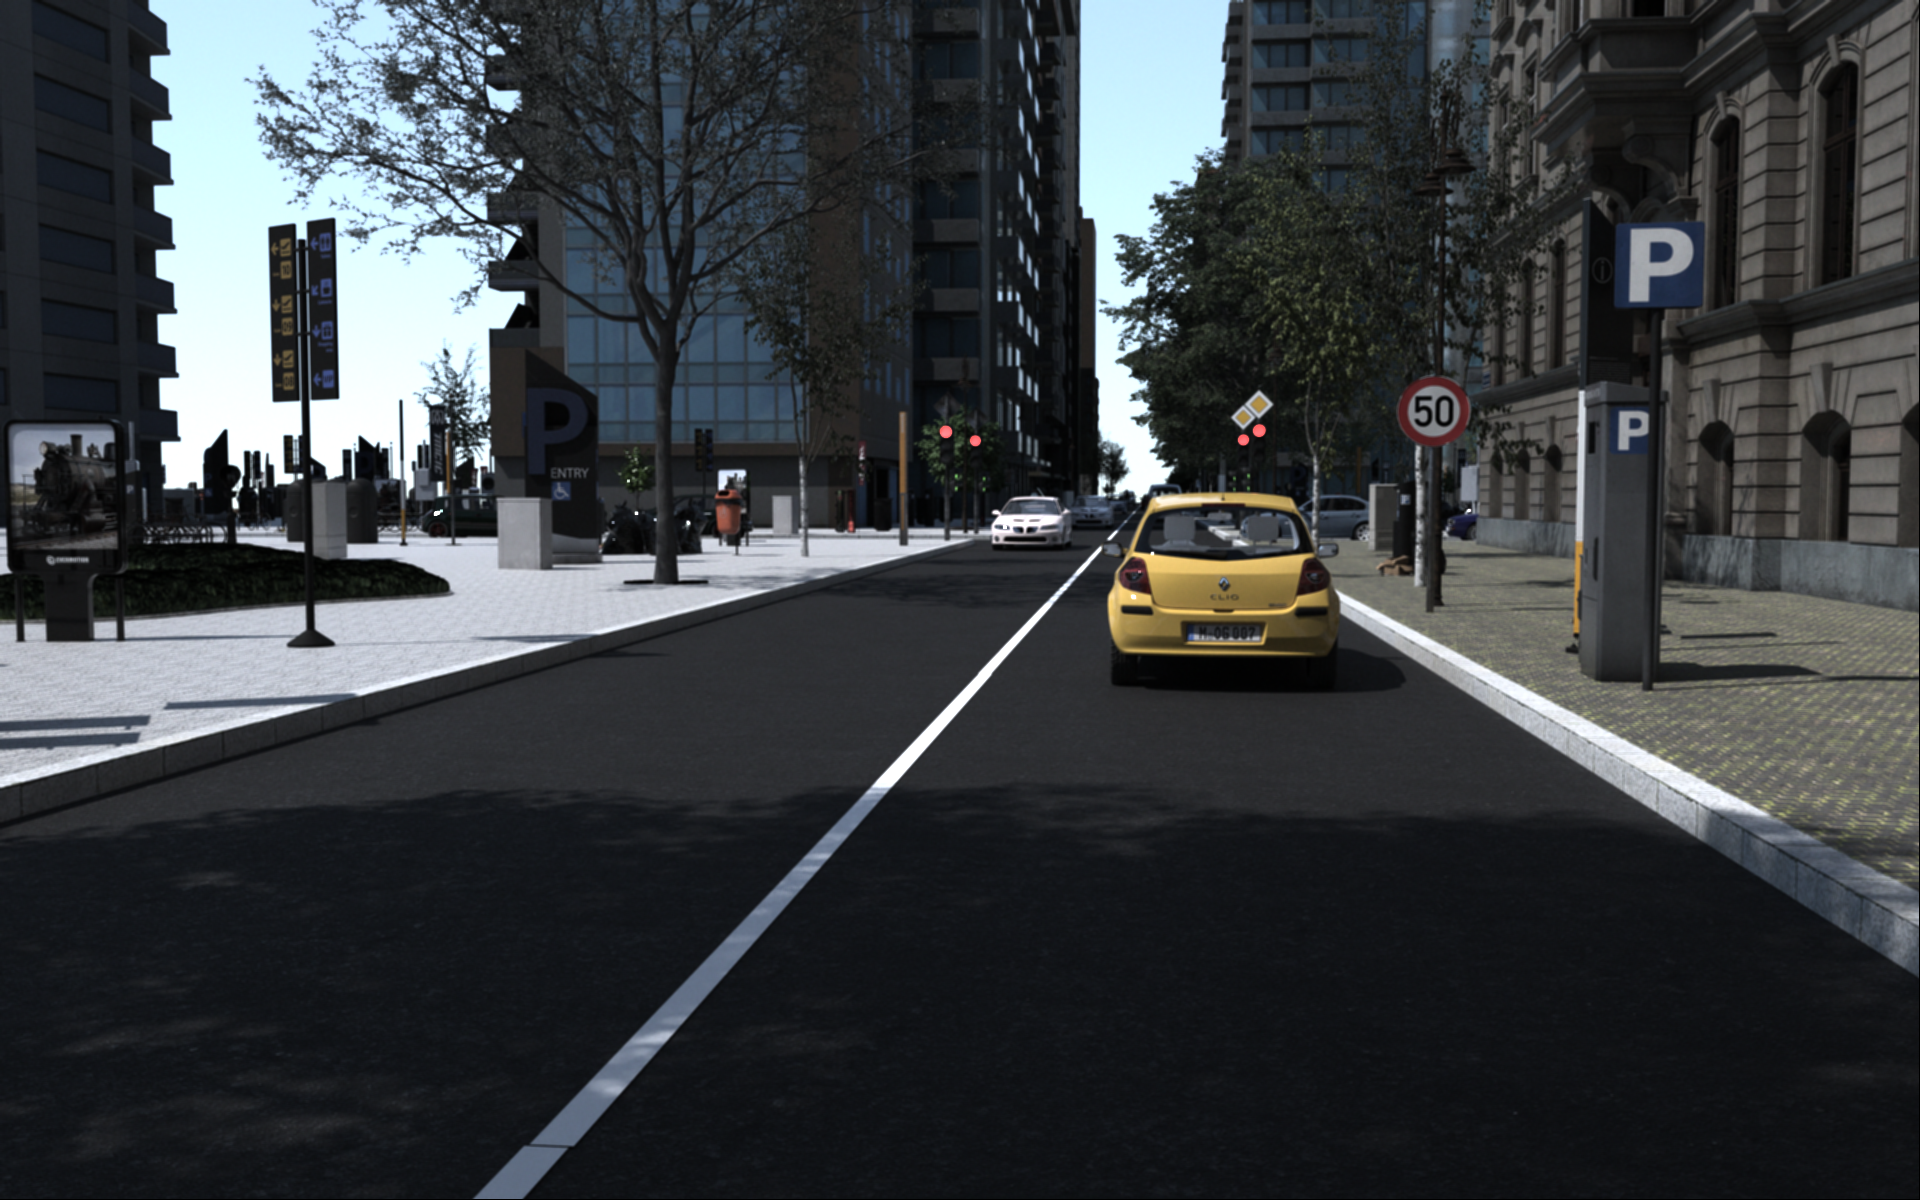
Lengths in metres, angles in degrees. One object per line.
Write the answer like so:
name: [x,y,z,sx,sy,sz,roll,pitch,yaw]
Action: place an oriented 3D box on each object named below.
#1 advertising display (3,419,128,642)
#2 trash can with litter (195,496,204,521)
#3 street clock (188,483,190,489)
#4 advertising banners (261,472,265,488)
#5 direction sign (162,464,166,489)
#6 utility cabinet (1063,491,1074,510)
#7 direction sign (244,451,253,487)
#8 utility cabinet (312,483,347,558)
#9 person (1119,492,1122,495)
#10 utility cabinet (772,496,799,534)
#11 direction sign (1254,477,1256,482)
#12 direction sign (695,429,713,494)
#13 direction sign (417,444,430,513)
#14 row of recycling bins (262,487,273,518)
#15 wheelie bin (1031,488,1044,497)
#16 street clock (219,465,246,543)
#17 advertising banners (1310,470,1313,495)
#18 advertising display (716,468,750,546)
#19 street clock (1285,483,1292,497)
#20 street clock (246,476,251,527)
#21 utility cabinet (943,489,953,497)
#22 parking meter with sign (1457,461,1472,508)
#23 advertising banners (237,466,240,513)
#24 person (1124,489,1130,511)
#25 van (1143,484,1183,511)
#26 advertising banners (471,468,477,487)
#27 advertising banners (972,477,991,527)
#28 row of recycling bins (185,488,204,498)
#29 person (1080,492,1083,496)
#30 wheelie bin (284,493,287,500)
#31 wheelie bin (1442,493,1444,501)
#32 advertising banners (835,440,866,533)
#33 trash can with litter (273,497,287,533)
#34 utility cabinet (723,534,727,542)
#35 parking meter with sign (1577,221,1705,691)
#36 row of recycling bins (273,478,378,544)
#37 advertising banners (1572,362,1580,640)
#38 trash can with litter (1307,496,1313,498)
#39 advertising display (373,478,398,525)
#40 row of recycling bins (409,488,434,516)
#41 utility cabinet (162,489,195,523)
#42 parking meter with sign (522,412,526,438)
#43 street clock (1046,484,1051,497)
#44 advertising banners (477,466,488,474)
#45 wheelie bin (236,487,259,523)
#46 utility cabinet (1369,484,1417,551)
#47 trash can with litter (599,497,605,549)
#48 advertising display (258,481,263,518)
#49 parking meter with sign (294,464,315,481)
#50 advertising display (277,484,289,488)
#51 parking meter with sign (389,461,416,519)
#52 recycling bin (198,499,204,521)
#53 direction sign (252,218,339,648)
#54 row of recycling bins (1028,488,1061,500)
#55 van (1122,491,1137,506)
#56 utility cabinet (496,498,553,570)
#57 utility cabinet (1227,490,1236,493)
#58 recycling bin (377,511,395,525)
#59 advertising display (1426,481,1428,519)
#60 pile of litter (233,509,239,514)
advertising display: [-7.748,-0.600,15.027,0.974,1.923,0.123,0,4,-3]
trash can with litter: [-34.691,-4.169,79.221,2.233,1.210,1.678,1,4,9]
street clock: [-51.441,-6.801,115.759,0.358,2.002,0.471,-2,4,-26]
advertising banners: [-53.720,-8.454,134.415,2.074,3.025,0.090,3,5,42]
direction sign: [-60.628,-8.548,131.760,0.876,3.537,0.379,3,4,38]
utility cabinet: [7.621,-6.935,122.062,0.318,1.500,1.173,2,4,30]
direction sign: [-36.955,-6.026,90.520,0.379,3.537,0.876,3,5,43]
utility cabinet: [-12.245,-1.525,33.605,0.318,1.500,1.173,0,4,-3]
person: [22.561,-14.256,242.298,0.721,1.736,1.217,3,4,39]
utility cabinet: [-5.595,-2.720,55.637,0.306,1.237,1.020,-3,5,-43]
direction sign: [19.858,-7.740,118.552,0.876,3.537,0.379,3,5,41]
direction sign: [-8.905,-4.176,60.281,0.379,3.537,0.876,2,4,34]
direction sign: [-24.552,-5.342,79.331,0.876,3.537,0.379,3,4,38]
row of recycling bins: [-37.984,-5.456,96.311,1.069,1.692,3.534,0,4,-6]
wheelie bin: [4.004,-4.982,89.370,0.693,1.594,0.980,0,4,8]
street clock: [-18.030,-2.340,42.823,0.471,2.002,0.358,0,4,-8]
advertising banners: [25.295,-7.808,123.848,0.090,3.025,2.074,0,4,-3]
advertising display: [-5.586,-2.293,42.706,0.974,1.923,0.123,2,4,32]
street clock: [21.507,-6.668,113.587,0.358,2.002,0.471,3,5,45]
street clock: [-28.042,-3.885,68.087,0.358,2.002,0.471,-2,4,-31]
utility cabinet: [-0.559,-4.357,79.919,0.318,1.500,1.173,0,4,8]
parking meter with sign: [26.975,-5.885,92.486,0.543,3.016,1.738,2,4,27]
advertising banners: [-45.038,-6.855,108.264,0.090,3.025,2.074,-1,4,-15]
person: [13.838,-8.285,143.982,0.705,1.821,1.348,2,4,35]
van: [8.782,-4.091,73.907,2.013,2.044,4.112,1,4,8]
advertising banners: [-33.372,-7.346,116.294,2.074,3.025,0.090,-1,4,-12]
advertising banners: [0.877,-4.401,68.145,0.090,3.025,2.074,-1,4,-20]
row of recycling bins: [-54.399,-7.126,123.625,1.069,1.692,3.534,0,4,4]
person: [14.456,-12.211,208.878,1.217,1.736,0.721,0,4,7]
wheelie bin: [-28.096,-3.992,73.175,0.980,1.594,0.693,1,4,22]
wheelie bin: [28.467,-5.850,103.555,0.980,1.594,0.693,-2,4,-32]
advertising banners: [-3.593,-3.722,57.048,0.090,3.025,2.074,-2,4,-32]
trash can with litter: [-22.210,-2.905,58.553,2.233,1.210,1.678,-1,4,-15]
utility cabinet: [-6.289,-2.184,46.867,0.306,1.237,1.020,0,4,-8]
parking meter with sign: [4.635,-0.965,12.033,0.543,3.016,1.738,1,4,10]
row of recycling bins: [-16.633,-2.364,45.762,3.534,1.692,1.069,3,4,39]
advertising banners: [5.596,-1.189,15.623,0.090,3.025,2.074,1,4,20]
trash can with litter: [17.890,-4.687,88.024,0.624,1.170,1.055,2,4,25]
advertising display: [-23.732,-4.061,71.603,0.974,1.923,0.123,-2,4,-28]
row of recycling bins: [-31.419,-5.750,101.128,1.069,1.692,3.534,-2,4,-31]
utility cabinet: [-32.281,-3.847,71.578,1.173,1.500,0.318,-1,4,-15]
parking meter with sign: [-8.847,-2.437,36.098,0.543,3.016,1.738,-1,4,-13]
street clock: [6.321,-7.268,123.409,0.358,2.002,0.471,1,4,16]
advertising banners: [-28.832,-6.815,107.617,2.074,3.025,0.090,1,4,9]
wheelie bin: [-31.827,-4.257,77.503,0.693,1.594,0.980,3,4,38]
utility cabinet: [9.802,-1.851,38.942,1.173,1.500,0.318,-1,4,-15]
trash can with litter: [-8.384,-1.828,40.938,1.678,1.210,2.233,0,4,-7]
advertising display: [-34.996,-4.982,86.674,0.123,1.923,0.974,-1,4,-19]
parking meter with sign: [-38.314,-6.407,101.015,1.738,3.016,0.543,3,4,36]
advertising display: [-42.716,-6.386,109.622,0.974,1.923,0.123,0,4,-4]
parking meter with sign: [-29.443,-5.785,90.849,1.738,3.016,0.543,0,4,-2]
recycling bin: [-35.125,-4.189,81.047,0.722,1.027,0.722,1,4,16]
direction sign: [-5.484,-1.378,14.526,0.876,3.537,0.379,2,4,34]
row of recycling bins: [5.251,-6.862,119.307,3.534,1.692,1.069,1,4,19]
van: [19.903,-12.079,204.510,2.013,2.044,4.112,0,4,4]
utility cabinet: [-7.414,-1.123,29.530,1.020,1.237,0.306,2,4,31]
utility cabinet: [14.268,-4.898,88.762,1.173,1.500,0.318,2,4,34]
recycling bin: [-24.214,-3.691,72.903,0.722,1.027,0.722,-2,4,-30]
advertising display: [23.797,-5.035,87.528,0.974,1.923,0.123,3,5,44]
pile of litter: [-47.244,-6.079,113.358,1.176,0.858,1.719,0,4,1]
